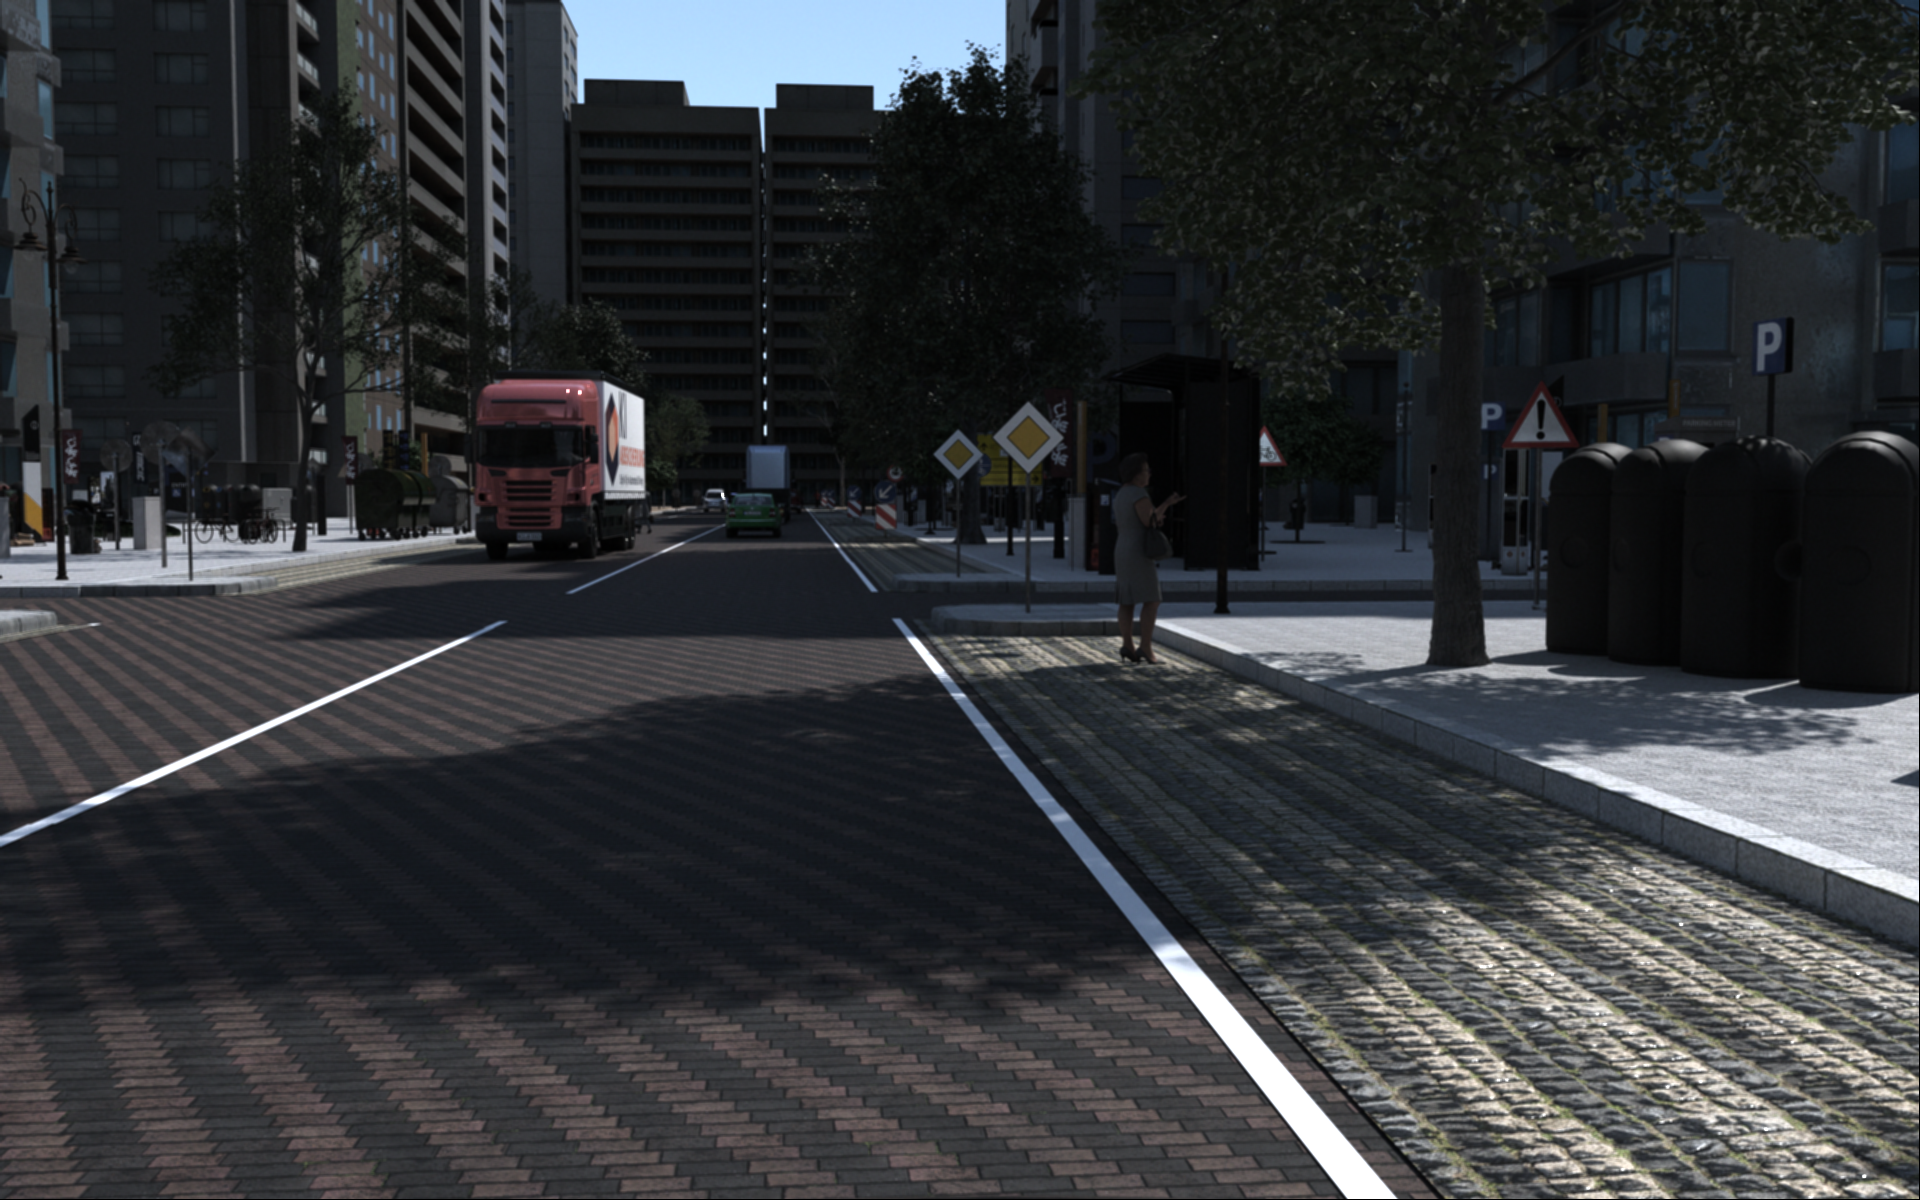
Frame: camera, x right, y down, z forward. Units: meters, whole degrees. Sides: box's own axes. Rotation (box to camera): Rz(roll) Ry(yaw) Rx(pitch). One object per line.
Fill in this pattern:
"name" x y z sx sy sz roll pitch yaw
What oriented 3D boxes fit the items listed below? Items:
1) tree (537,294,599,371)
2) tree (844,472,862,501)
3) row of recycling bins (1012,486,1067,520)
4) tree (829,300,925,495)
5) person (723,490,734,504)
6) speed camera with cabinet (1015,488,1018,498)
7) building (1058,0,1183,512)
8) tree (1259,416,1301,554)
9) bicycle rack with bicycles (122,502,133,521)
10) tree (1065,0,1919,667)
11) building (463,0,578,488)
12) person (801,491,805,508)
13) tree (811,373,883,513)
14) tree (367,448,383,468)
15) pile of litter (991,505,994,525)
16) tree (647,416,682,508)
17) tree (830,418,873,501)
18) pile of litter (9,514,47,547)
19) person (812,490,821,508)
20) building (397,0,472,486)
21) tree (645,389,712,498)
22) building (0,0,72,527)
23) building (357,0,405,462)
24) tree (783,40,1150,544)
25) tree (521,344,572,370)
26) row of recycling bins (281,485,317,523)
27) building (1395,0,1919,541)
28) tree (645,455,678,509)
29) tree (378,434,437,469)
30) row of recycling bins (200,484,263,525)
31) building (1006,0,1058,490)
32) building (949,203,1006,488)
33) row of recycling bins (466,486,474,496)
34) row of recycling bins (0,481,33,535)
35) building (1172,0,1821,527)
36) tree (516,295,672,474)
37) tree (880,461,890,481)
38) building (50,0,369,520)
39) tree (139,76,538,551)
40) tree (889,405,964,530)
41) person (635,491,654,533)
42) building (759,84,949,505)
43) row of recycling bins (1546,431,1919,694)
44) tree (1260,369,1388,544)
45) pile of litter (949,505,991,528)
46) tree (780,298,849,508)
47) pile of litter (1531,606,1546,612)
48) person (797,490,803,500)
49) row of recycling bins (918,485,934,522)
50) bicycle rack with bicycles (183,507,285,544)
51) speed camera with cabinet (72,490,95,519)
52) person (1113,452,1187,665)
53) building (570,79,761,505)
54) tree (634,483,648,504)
"tree" -17.625 -8.143 67.558 8.767 10.594 7.601 2 4 25
"tree" -9.177 -9.357 147.587 1.663 3.219 1.824 0 3 0
"row of recycling bins" 3.555 -4.816 85.852 3.534 1.692 1.069 2 4 32
"tree" -2.837 -10.346 87.284 7.486 12.596 7.792 0 3 0
"person" -17.777 -7.625 133.890 1.217 1.735 0.721 -2 4 -27
"speed camera with cabinet" 3.860 -6.087 93.864 2.038 3.252 0.660 3 5 43
"building" 17.513 -35.525 122.838 21.231 58.520 28.212 0 4 -5
"tree" 6.202 -2.600 37.108 1.663 3.219 1.824 0 3 0
"bicycle rack with bicycles" -38.873 -4.174 81.632 2.925 0.926 2.852 0 4 1
"tree" 3.867 -5.758 12.267 7.486 12.596 7.792 0 3 0
"building" -59.471 -40.510 204.338 28.212 58.520 21.231 0 4 -5
"person" -16.199 -10.258 176.900 0.721 1.739 1.217 3 4 37
"tree" -6.182 -11.038 114.881 8.767 10.594 7.601 3 5 39
"tree" -24.693 -4.790 72.910 1.663 3.219 1.824 0 3 0
"pile of litter" 1.308 -3.500 71.182 1.719 0.858 1.176 1 4 22
"tree" -27.752 -12.874 160.856 4.737 8.622 4.395 0 3 0
"tree" -8.891 -11.818 143.593 4.737 8.622 4.395 0 3 0
"pile of litter" -23.269 -1.742 42.449 1.719 0.858 1.176 -3 5 -43
"person" -13.270 -9.343 161.201 1.348 1.831 0.705 -3 5 -40
"building" -47.665 -30.485 122.139 21.300 48.544 21.600 0 4 -5
"tree" -28.103 -15.007 171.116 9.928 11.665 9.643 0 3 0
"building" -44.018 -26.573 54.075 23.786 49.044 30.456 0 4 -5
"building" -42.581 -27.808 104.773 14.600 45.320 14.200 0 4 -5
"tree" 0.267 -7.789 44.350 9.611 12.733 9.660 0 3 0
"tree" -19.341 -8.171 83.962 4.360 8.622 3.978 0 3 0
"row of recycling bins" -29.629 -4.301 77.437 1.069 1.692 3.534 -2 4 -35
"building" 29.048 -26.406 51.345 30.456 49.044 23.786 0 4 -5
"tree" -25.205 -9.860 144.930 4.285 4.588 4.351 0 3 0
"tree" -28.834 -6.505 90.073 4.285 4.588 4.351 0 3 0
"row of recycling bins" -30.542 -4.008 72.644 3.534 1.692 1.069 2 4 32
"building" 18.840 -34.363 151.067 28.713 52.752 27.495 0 4 -5
"building" 5.377 -34.107 207.764 14.200 45.320 14.600 0 4 -5
"row of recycling bins" -21.137 -4.390 78.887 3.534 1.692 1.069 -2 4 -33
"row of recycling bins" -30.288 -2.855 53.791 1.069 1.692 3.534 1 4 19
"building" 23.506 -28.656 88.132 23.786 49.044 30.456 0 4 -5
"tree" -21.375 -11.203 100.177 9.611 12.733 9.660 0 3 0
"tree" -3.939 -8.858 95.182 4.360 8.622 3.978 0 3 0
"building" -40.098 -24.886 90.486 14.154 41.232 14.086 0 4 -5
"tree" -14.439 -6.360 38.398 7.601 10.594 8.767 0 4 2
"tree" -0.863 -4.792 62.058 4.285 4.588 4.351 0 3 0
"person" -11.515 -3.325 62.960 0.694 1.812 0.767 -3 5 -39
"building" -12.748 -35.809 209.176 21.600 48.544 21.300 0 4 -5
"row of recycling bins" 5.577 -0.344 12.744 1.069 1.692 3.534 -1 4 -17
"tree" 8.813 -3.776 45.456 4.285 4.588 4.351 0 3 0
"pile of litter" 0.109 -3.166 65.731 1.176 0.858 1.719 3 4 37
"tree" -10.786 -18.947 165.665 12.611 20.169 13.585 0 3 0
"pile of litter" 7.142 -0.324 19.260 1.719 0.858 1.176 0 4 -6
"person" -12.595 -7.802 136.591 0.721 1.766 1.217 1 4 12
"row of recycling bins" -1.866 -4.441 79.720 1.069 1.692 3.534 1 4 9
"bicycle rack with bicycles" -18.913 -1.975 45.670 2.852 0.926 2.925 1 4 12
"speed camera with cabinet" -38.237 -4.903 74.507 2.038 3.252 0.660 -2 4 -28
"person" 1.597 -0.347 14.535 0.532 1.782 0.716 -1 4 -19
"building" -34.230 -35.670 206.914 21.600 48.544 21.300 0 4 -5
"tree" -23.269 -7.949 124.575 1.663 3.219 1.824 0 3 0
